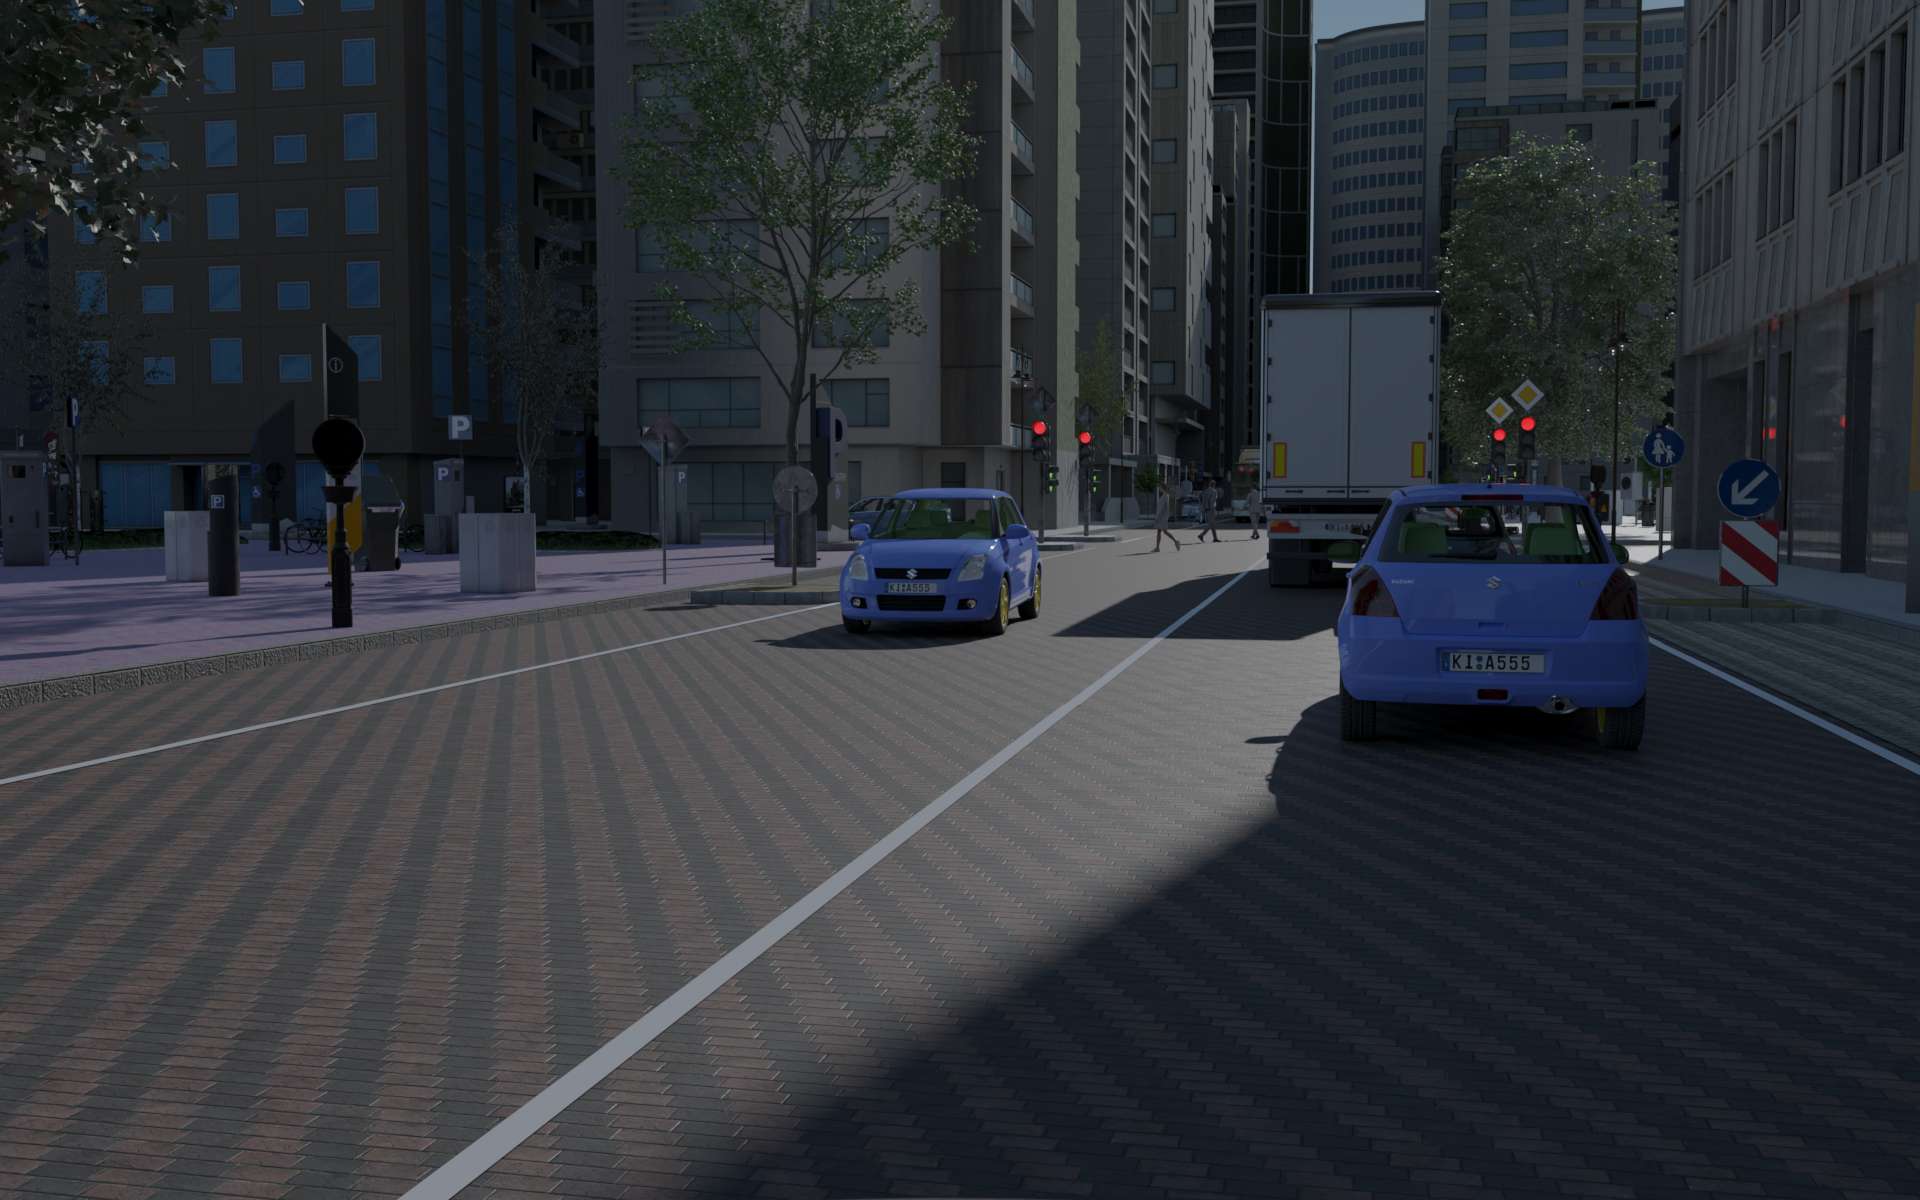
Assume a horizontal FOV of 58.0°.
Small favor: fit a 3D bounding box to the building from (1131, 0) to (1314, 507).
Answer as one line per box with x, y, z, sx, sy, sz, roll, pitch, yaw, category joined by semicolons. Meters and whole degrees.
33.663;-47.739;218.788;20.611;71.187;20.563;1;4;13;building

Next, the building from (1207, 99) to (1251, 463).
21.692;-30.088;175.533;14.154;41.232;14.086;1;4;13;building

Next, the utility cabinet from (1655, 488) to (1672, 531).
24.190;-3.065;58.786;1.173;1.500;0.318;-1;4;-19;utility cabinet

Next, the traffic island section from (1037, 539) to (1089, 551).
2.090;-1.391;45.025;2.009;0.180;2.903;1;4;13;traffic island section

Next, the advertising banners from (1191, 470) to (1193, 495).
14.601;-6.905;109.091;0.090;3.025;2.074;0;4;8;advertising banners

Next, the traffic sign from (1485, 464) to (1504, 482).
22.221;-4.403;72.090;0.768;2.556;0.104;1;4;19;traffic sign

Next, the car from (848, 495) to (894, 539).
-2.435;-2.335;50.174;4.499;1.417;2.014;1;4;11;car

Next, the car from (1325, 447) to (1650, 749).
3.330;-0.096;11.160;1.945;1.707;3.694;1;4;13;car

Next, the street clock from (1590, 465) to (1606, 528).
15.775;-2.342;42.858;0.358;2.002;0.471;0;4;-1;street clock

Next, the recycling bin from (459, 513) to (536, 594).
-6.059;-0.621;22.703;0.722;1.027;0.722;2;4;26;recycling bin

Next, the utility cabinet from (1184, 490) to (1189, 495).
13.667;-5.850;104.330;0.318;1.500;1.173;0;4;6;utility cabinet

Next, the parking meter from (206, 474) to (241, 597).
-9.282;-0.820;21.816;0.372;1.533;0.369;0;3;0;parking meter

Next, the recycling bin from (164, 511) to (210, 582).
-11.232;-0.797;25.593;0.722;1.027;0.722;3;4;36;recycling bin

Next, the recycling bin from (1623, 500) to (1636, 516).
39.493;-5.478;102.116;0.722;1.027;0.722;1;4;17;recycling bin

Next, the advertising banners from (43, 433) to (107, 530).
-25.822;-3.324;50.539;0.090;3.025;2.074;1;4;23;advertising banners

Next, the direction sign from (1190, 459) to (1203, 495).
15.362;-7.382;112.697;0.876;3.537;0.379;-1;4;-14;direction sign

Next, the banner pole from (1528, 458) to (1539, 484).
35.157;-7.124;106.497;0.863;3.779;0.401;0;4;6;banner pole

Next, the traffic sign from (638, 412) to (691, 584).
-4.191;-1.428;24.536;0.795;2.450;0.064;1;4;15;traffic sign

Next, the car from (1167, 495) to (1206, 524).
11.065;-4.448;84.725;2.014;1.417;4.499;1;4;13;car

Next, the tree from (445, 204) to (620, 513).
-11.090;-5.797;45.139;4.360;8.622;3.978;0;3;0;tree

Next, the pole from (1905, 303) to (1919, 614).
10.302;-1.512;18.560;0.158;3.312;0.155;0;3;0;pole

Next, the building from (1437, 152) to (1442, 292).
47.042;-22.831;144.984;14.160;30.474;14.107;1;4;13;building

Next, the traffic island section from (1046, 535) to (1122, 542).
3.831;-1.868;52.819;2.009;0.180;2.903;1;4;13;traffic island section

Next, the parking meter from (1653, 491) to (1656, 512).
42.731;-5.985;106.270;0.372;1.533;0.369;0;3;0;parking meter

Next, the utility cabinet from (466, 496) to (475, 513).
-32.034;-6.232;113.051;1.020;1.237;0.306;3;4;36;utility cabinet

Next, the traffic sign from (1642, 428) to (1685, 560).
13.638;-2.052;33.649;0.768;2.556;0.104;1;4;14;traffic sign

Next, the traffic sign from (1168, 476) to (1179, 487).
11.847;-5.753;96.187;0.606;2.300;0.079;1;4;14;traffic sign

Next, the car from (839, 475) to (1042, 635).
-0.148;-0.568;18.872;1.945;1.707;3.694;1;4;11;car

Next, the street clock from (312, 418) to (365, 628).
-5.959;-0.739;16.657;0.471;2.002;0.358;-1;4;-16;street clock

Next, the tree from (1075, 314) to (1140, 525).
5.360;-7.422;71.719;4.737;8.622;4.395;0;3;0;tree

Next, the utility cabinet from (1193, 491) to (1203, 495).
16.780;-6.813;120.070;1.173;1.500;0.318;1;4;23;utility cabinet

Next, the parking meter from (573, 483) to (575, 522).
-17.628;-4.535;79.851;0.255;1.863;0.399;1;4;12;parking meter

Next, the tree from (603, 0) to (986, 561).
-3.117;-6.566;33.109;9.928;11.665;9.643;0;3;0;tree

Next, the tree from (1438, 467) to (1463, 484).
31.466;-7.160;111.667;1.663;3.219;1.824;0;3;0;tree

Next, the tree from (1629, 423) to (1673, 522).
32.684;-5.889;79.994;4.285;4.588;4.351;0;3;0;tree

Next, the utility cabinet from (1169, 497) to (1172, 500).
13.286;-6.013;109.481;0.306;1.237;1.020;-1;4;-15;utility cabinet

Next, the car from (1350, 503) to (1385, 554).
5.694;-0.671;20.755;2.009;1.686;4.222;1;4;13;car

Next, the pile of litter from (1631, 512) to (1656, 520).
33.648;-4.337;84.870;1.719;0.858;1.176;-1;4;-10;pile of litter

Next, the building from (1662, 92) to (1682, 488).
82.360;-32.449;180.659;14.200;45.320;14.600;1;4;13;building

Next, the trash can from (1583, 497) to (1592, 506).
26.342;-3.771;73.307;0.748;1.137;0.748;0;3;0;trash can

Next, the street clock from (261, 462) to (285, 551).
-15.435;-2.103;38.960;0.358;2.002;0.471;3;5;42;street clock

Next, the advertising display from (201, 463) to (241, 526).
-15.496;-1.905;36.364;0.123;1.923;0.974;1;4;19;advertising display

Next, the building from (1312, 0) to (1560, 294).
57.978;-41.111;214.157;28.212;58.520;21.231;1;4;13;building

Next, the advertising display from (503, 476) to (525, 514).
-15.628;-3.403;60.856;0.123;1.923;0.974;2;4;35;advertising display

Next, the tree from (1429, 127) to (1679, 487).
20.461;-9.343;59.421;9.857;13.997;8.962;0;3;0;tree

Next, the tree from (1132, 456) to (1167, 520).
9.419;-5.666;87.239;1.663;3.219;1.824;0;3;0;tree

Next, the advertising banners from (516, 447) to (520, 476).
-16.634;-4.184;64.602;0.090;3.025;2.074;-2;4;-25;advertising banners

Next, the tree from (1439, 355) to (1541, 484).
25.931;-8.094;82.704;4.737;8.622;4.395;0;3;0;tree

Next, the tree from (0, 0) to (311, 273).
-8.275;-5.602;8.600;9.611;12.733;9.660;0;3;0;tree

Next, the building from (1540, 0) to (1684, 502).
85.707;-40.758;208.390;28.212;58.520;21.231;1;4;13;building

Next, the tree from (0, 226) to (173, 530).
-23.998;-5.923;47.197;4.360;8.622;3.978;0;3;0;tree

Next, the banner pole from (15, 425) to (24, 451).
-33.983;-4.444;62.680;0.401;3.779;0.863;-3;5;-44;banner pole

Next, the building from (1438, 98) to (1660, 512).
44.232;-21.987;131.182;14.160;30.474;14.107;1;4;13;building
